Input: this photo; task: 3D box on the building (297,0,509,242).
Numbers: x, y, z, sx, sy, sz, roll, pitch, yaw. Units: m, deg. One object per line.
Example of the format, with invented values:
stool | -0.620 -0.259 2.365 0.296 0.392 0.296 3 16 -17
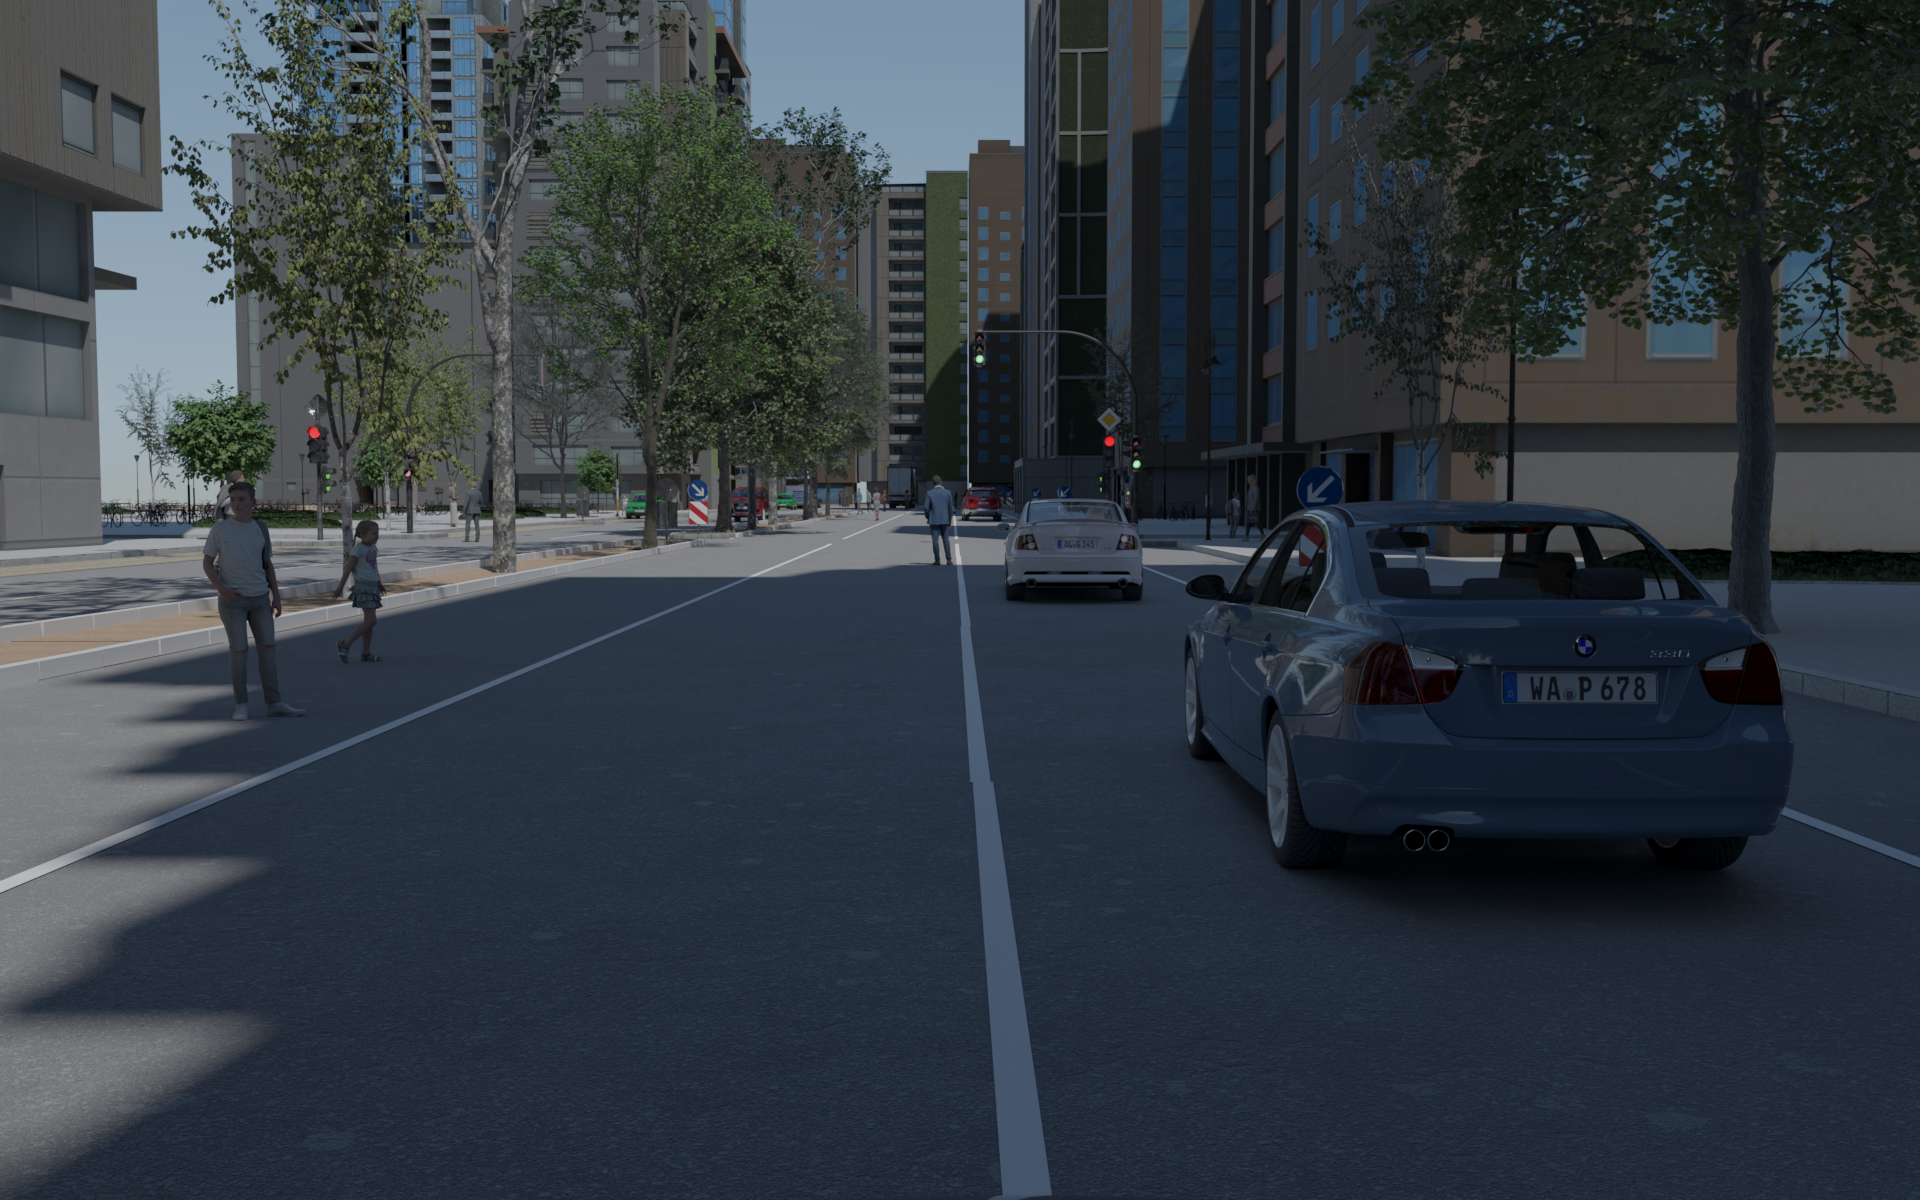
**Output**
building | -71.440 -55.726 223.790 31.000 86.520 22.319 0 4 0

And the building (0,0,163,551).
building | -33.702 -27.003 30.735 27.495 52.752 28.713 0 4 0

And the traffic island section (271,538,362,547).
traffic island section | -17.849 -1.591 48.289 2.009 0.180 2.903 0 4 0

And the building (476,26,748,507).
building | -31.609 -30.950 160.653 22.147 44.769 28.867 0 4 0

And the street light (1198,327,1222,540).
street light | 6.891 -4.595 47.921 0.468 5.910 1.993 0 4 0

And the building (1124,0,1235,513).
building | 13.884 -30.133 142.783 14.600 45.320 14.200 0 4 0

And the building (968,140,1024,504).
building | 8.237 -34.979 222.023 14.200 45.320 14.600 0 4 0

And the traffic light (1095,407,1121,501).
traffic light | 4.815 -4.119 56.261 0.839 4.253 0.868 0 4 0

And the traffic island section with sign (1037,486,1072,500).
traffic island section with sign | 4.749 -4.425 80.973 1.989 1.847 2.006 0 4 0

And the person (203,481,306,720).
person | -4.523 0.002 11.056 0.523 1.515 0.503 1 4 15

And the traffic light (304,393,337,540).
traffic light | -17.809 -3.623 48.155 0.839 4.253 0.868 0 4 0

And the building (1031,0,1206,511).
building | 13.598 -31.003 157.005 14.600 45.320 14.200 0 4 0

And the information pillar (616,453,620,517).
information pillar | -19.577 -6.579 98.914 0.183 3.616 0.504 -1 4 -17

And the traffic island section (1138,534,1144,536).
traffic island section | 4.855 -2.085 56.375 2.009 0.180 2.903 0 4 0

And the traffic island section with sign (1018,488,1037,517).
traffic island section with sign | 4.620 -6.078 107.998 1.989 1.847 2.006 0 4 0

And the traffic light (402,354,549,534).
traffic light | -15.755 -4.986 56.184 4.771 5.953 1.251 0 4 0

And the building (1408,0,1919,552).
building | 16.395 -23.863 40.271 14.600 45.320 14.200 0 4 0

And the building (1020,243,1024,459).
building | 13.869 -26.224 200.462 14.160 30.474 14.107 0 4 0

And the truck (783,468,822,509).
truck | -15.460 -11.141 171.916 2.967 4.110 18.799 0 4 -1

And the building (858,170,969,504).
building | -5.902 -32.894 221.410 14.086 41.232 14.154 0 4 0

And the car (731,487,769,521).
car | -10.913 -4.955 89.692 2.281 1.827 5.304 0 4 2

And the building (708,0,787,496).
building | -36.218 -53.893 193.819 31.000 86.520 22.319 0 4 0

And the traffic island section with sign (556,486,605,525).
traffic island section with sign | -17.682 -4.422 80.924 1.989 1.847 2.006 0 4 0

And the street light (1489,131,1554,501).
street light | 7.019 -3.010 21.995 0.468 5.910 1.993 0 4 0

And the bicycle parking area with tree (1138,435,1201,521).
bicycle parking area with tree | 12.580 -5.939 84.111 8.231 4.147 9.016 2 4 31

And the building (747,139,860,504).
building | -20.143 -34.942 221.419 14.200 45.320 14.600 0 4 0

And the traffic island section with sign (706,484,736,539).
traffic island section with sign | -8.360 -2.926 55.974 2.006 1.907 1.989 0 4 0

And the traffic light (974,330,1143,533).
traffic light | 2.760 -4.493 48.125 4.771 5.953 1.251 0 4 0

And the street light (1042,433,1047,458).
street light | 6.452 -9.681 131.064 0.468 5.910 1.993 0 4 0

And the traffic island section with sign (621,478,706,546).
traffic island section with sign | -8.335 -2.473 48.567 2.006 1.907 1.989 0 4 0

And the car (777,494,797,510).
car | -15.667 -8.959 155.268 1.959 1.807 4.718 0 4 0

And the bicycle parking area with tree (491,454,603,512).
bicycle parking area with tree | -29.559 -8.183 120.802 8.231 4.147 9.016 -3 5 -41

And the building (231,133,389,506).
building | -73.678 -31.539 199.259 14.086 41.232 14.154 0 4 0

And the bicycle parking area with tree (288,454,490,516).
bicycle parking area with tree | -34.890 -7.277 105.989 9.016 4.147 8.231 1 4 9

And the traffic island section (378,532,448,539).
traffic island section | -17.886 -2.079 56.274 2.009 0.180 2.903 0 4 0

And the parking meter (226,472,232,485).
parking meter | -19.336 -2.468 46.055 0.255 1.863 0.399 -1 4 -16

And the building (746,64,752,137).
building | -41.367 -41.761 224.798 28.212 58.520 21.231 0 4 0

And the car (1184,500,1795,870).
car | 2.093 0.251 7.903 2.014 1.417 4.499 0 4 1

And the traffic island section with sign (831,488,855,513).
traffic island section with sign | -8.719 -7.521 131.112 2.006 1.907 1.989 0 4 0

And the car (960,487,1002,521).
car | 1.146 -5.152 92.906 2.281 1.827 5.304 0 4 -2

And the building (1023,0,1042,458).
building | 17.089 -38.930 178.500 21.231 58.520 28.212 0 4 0

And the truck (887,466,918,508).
truck | -5.938 -11.565 178.001 2.839 4.237 11.283 0 4 1

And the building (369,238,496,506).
building | -58.792 -26.187 199.854 14.107 30.474 14.160 0 4 0

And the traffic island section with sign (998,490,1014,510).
traffic island section with sign | 4.389 -9.167 158.503 1.989 1.847 2.006 0 4 0

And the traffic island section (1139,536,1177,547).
traffic island section | 4.892 -1.597 48.390 2.009 0.180 2.903 0 4 0

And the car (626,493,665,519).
car | -18.017 -5.550 99.533 1.959 1.807 4.718 0 4 0

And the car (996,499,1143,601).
car | 1.557 -0.752 24.664 2.083 1.381 4.827 0 4 1

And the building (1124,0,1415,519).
building | 15.655 -27.226 95.255 14.600 45.320 14.200 0 4 0

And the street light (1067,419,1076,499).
street light | 6.717 -8.031 104.095 0.468 5.910 1.993 0 4 0

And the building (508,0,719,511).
building | -27.376 -27.851 138.966 14.154 41.232 14.086 0 4 0

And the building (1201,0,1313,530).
building | 24.415 -25.211 66.832 28.867 44.769 22.147 0 4 0

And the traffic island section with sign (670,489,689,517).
traffic island section with sign | -17.800 -6.086 108.142 1.989 1.847 2.006 0 4 0

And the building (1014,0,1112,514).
building | 14.408 -41.686 119.818 20.563 71.187 20.611 0 4 0

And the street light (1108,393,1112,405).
street light | 6.745 -6.445 78.168 0.468 5.910 1.993 0 4 0

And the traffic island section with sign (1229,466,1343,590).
traffic island section with sign | 5.008 -1.025 25.383 1.989 1.847 2.006 0 4 0

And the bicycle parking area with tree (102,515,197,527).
bicycle parking area with tree | -33.923 -5.141 71.050 9.016 4.147 8.231 3 5 40
